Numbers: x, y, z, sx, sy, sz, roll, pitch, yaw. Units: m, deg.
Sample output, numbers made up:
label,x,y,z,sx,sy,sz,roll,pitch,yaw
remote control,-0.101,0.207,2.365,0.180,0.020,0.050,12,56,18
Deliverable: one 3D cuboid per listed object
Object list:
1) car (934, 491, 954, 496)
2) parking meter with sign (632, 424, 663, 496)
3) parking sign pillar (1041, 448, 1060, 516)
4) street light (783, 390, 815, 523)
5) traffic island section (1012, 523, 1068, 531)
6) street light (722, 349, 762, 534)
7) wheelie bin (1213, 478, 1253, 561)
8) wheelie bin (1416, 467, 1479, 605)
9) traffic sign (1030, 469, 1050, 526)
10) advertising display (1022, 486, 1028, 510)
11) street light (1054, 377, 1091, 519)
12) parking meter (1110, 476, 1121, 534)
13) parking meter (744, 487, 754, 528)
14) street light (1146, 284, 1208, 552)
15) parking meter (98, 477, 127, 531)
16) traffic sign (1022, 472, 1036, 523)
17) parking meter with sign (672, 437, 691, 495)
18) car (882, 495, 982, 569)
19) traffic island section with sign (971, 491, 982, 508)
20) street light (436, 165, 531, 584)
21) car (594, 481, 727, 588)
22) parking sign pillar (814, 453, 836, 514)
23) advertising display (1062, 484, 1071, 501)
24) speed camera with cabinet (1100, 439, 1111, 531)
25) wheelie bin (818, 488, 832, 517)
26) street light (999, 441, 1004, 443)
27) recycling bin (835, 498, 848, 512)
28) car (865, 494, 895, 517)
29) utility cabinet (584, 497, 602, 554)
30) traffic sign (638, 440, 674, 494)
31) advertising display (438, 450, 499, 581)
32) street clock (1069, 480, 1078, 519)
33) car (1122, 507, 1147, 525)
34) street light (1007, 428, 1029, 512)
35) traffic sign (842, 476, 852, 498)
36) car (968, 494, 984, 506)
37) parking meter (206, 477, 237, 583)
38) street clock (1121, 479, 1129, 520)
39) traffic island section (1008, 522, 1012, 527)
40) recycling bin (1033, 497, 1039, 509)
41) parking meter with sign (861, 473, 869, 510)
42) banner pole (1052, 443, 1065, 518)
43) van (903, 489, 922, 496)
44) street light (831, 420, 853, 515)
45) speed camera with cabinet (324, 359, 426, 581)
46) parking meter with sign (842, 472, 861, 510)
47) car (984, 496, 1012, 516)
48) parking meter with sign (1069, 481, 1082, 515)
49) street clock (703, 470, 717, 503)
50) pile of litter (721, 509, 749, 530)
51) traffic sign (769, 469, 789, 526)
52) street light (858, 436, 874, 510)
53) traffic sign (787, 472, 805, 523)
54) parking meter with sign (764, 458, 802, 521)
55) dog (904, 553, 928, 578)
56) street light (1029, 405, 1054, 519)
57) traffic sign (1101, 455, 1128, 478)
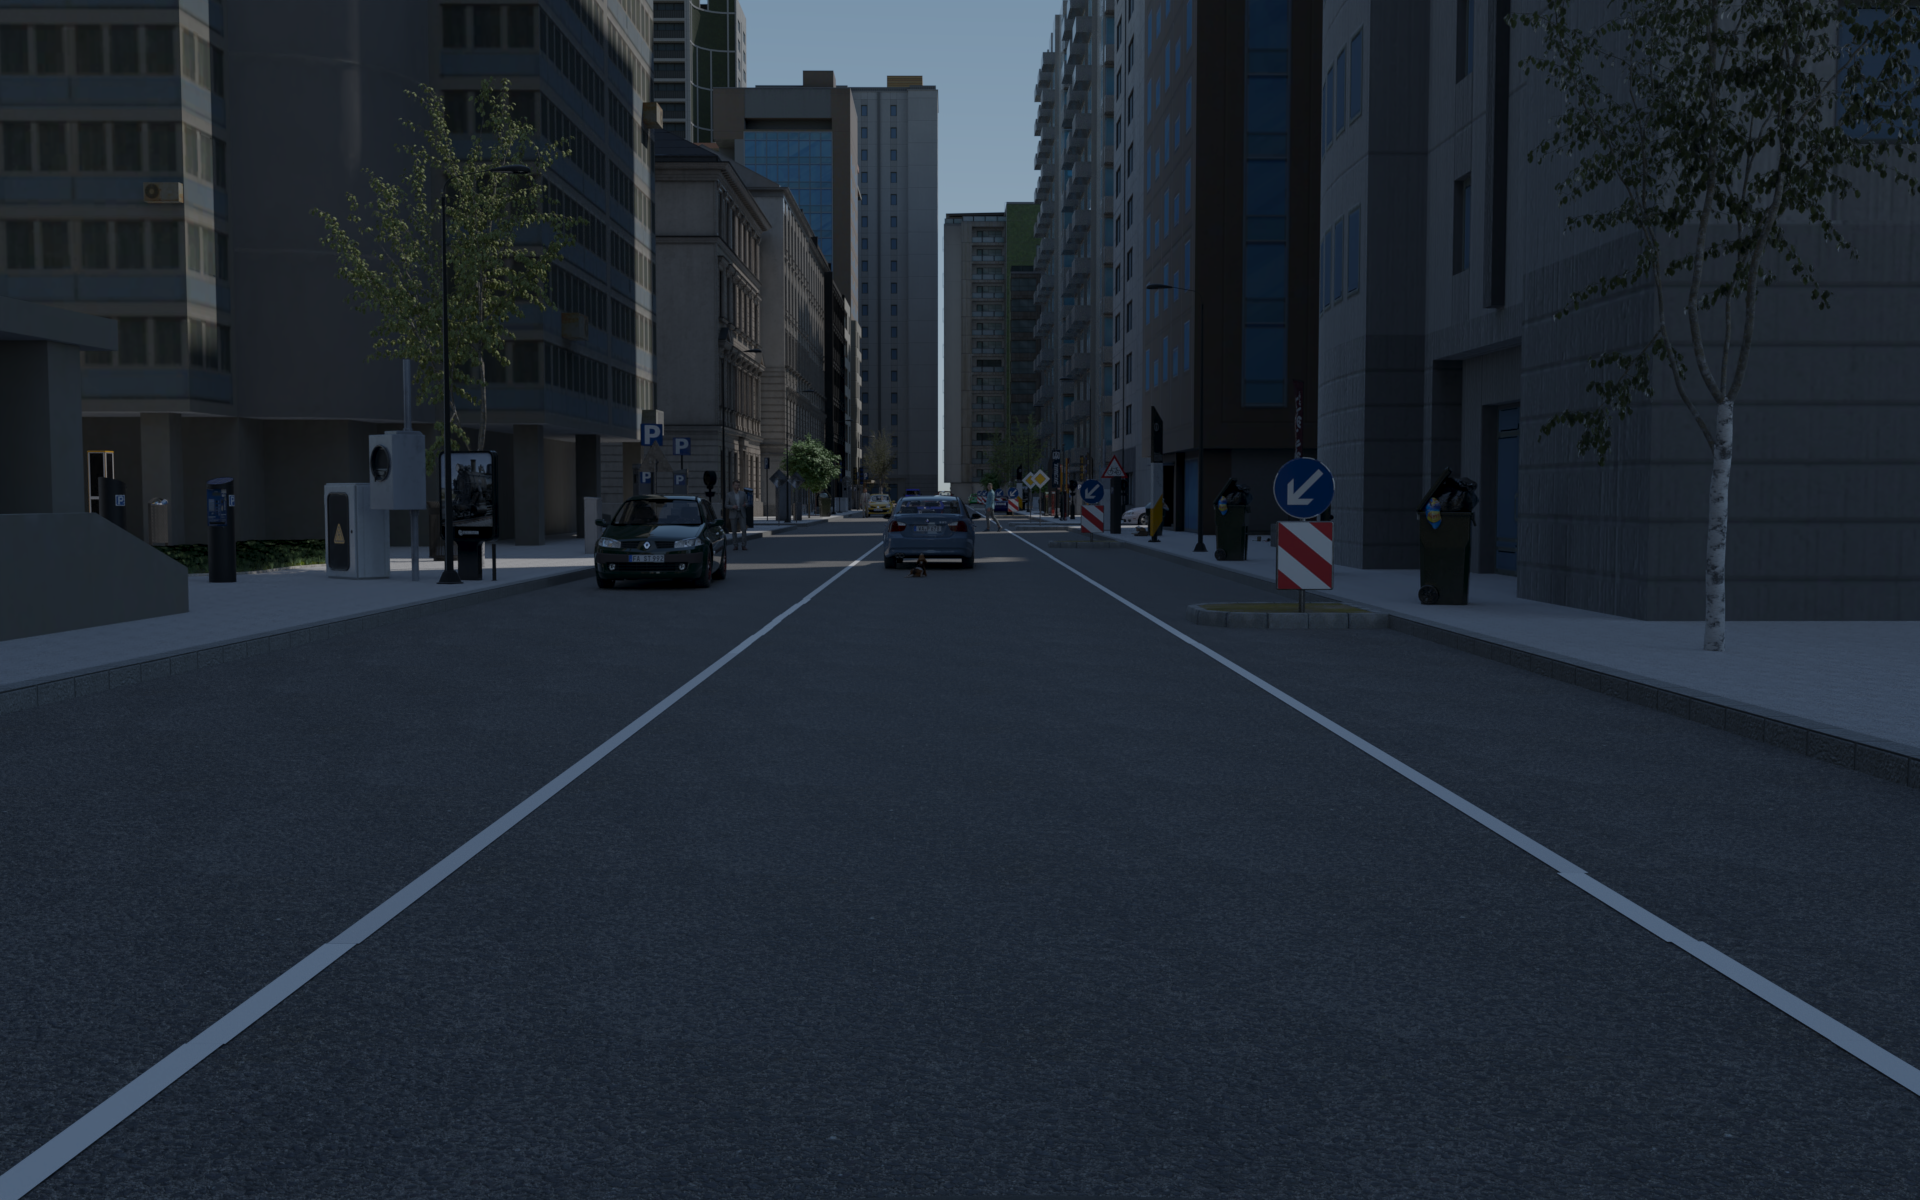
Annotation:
label,x,y,z,sx,sy,sz,roll,pitch,yaw
car,-1.804,-11.635,198.912,2.281,1.827,5.304,0,4,-2
parking meter with sign,-7.962,-2.902,43.712,0.543,3.016,1.738,-1,4,-23
parking sign pillar,5.537,-6.966,102.373,1.447,3.967,1.447,-1,4,-11
street light,-7.170,-6.406,77.275,1.470,5.913,1.316,0,4,0
traffic island section,3.228,-2.880,69.363,2.009,0.180,2.903,0,4,0
street light,-7.051,-5.079,55.582,1.470,5.913,1.316,0,4,0
wheelie bin,5.281,-1.563,33.463,0.693,1.594,0.980,1,4,19
wheelie bin,5.695,-0.755,20.245,0.693,1.594,0.980,1,4,18
traffic sign,3.205,-4.015,69.286,0.795,2.450,0.064,0,4,0
advertising display,4.932,-7.951,135.205,0.974,1.923,0.123,-3,5,-43
street light,4.649,-5.904,69.075,1.470,5.913,1.316,0,4,0
parking meter,5.020,-3.066,55.845,0.255,1.863,0.399,-1,4,-17
parking meter,-7.975,-3.483,65.355,0.372,1.533,0.369,0,3,0
street light,4.811,-4.027,38.388,1.470,5.913,1.316,0,4,0
parking meter,-12.650,-1.069,25.884,0.372,1.533,0.369,0,3,0
traffic sign,3.147,-4.503,77.270,0.795,2.450,0.064,0,4,0
parking meter with sign,-8.501,-3.443,52.560,0.543,3.016,1.738,0,4,-4
car,-0.579,-1.381,34.579,2.014,1.417,4.499,0,4,1
traffic island section with sign,2.446,-10.456,179.581,1.989,1.847,2.006,0,4,0
street light,-6.750,-3.183,24.580,1.470,5.913,1.316,0,4,0
car,-4.725,-1.093,27.653,2.009,1.686,4.222,0,4,-2
parking sign pillar,-8.724,-7.546,111.852,1.447,3.967,1.447,2,4,33
advertising display,6.872,-6.451,110.684,0.123,1.923,0.974,-3,4,-37
speed camera with cabinet,5.275,-4.099,61.356,0.660,3.252,2.038,0,4,6
wheelie bin,-7.616,-5.479,97.496,0.693,1.594,0.980,-1,4,-17
street light,4.137,-10.992,152.261,1.470,5.913,1.316,0,4,0
recycling bin,-8.339,-6.736,122.681,0.722,1.027,0.722,0,4,7
car,-5.094,-6.064,109.377,2.015,1.641,3.980,0,4,0
utility cabinet,-7.944,-1.615,37.572,0.306,1.237,1.020,0,4,-6
traffic sign,-7.352,-2.559,41.836,0.884,2.594,0.081,0,4,5
advertising display,-7.289,-1.254,25.715,0.974,1.923,0.123,1,4,20
street clock,5.698,-5.080,87.634,0.471,2.002,0.358,3,4,38
car,9.394,-3.805,74.575,4.827,1.381,2.083,0,4,0
street light,4.263,-9.115,121.574,1.470,5.913,1.316,0,4,0
traffic sign,-8.070,-7.550,123.554,0.768,2.556,0.104,0,4,4
car,1.972,-12.660,215.787,1.959,1.807,4.718,0,4,-2
parking meter,-10.729,-1.024,25.159,0.372,1.533,0.369,0,3,0
street clock,8.016,-4.916,84.941,0.471,2.002,0.358,1,4,19
traffic island section,3.171,-3.368,77.348,2.009,0.180,2.903,0,4,0
recycling bin,6.857,-8.494,151.428,0.722,1.027,0.722,-2,4,-34
parking meter with sign,-8.319,-8.863,141.163,1.738,3.016,0.543,-3,4,-38
banner pole,4.898,-5.849,85.650,0.863,3.779,0.401,2,4,29
van,-5.732,-12.627,210.841,2.240,2.365,5.245,0,4,-1
street light,-7.344,-8.283,107.961,1.470,5.913,1.316,0,4,0
speed camera with cabinet,-8.765,-1.929,25.875,2.038,3.252,0.660,3,5,43
parking meter with sign,-8.852,-8.526,135.660,1.738,3.016,0.543,0,4,7
car,2.621,-6.394,117.126,1.945,1.354,3.894,0,4,-2
parking meter with sign,7.012,-6.605,104.248,0.543,3.016,1.738,-2,4,-32
street clock,-7.680,-2.977,53.246,0.358,2.002,0.471,-3,4,-37
pile of litter,-8.191,-2.973,62.571,1.176,0.858,1.719,1,4,8
traffic sign,-7.239,-4.012,69.231,0.795,2.450,0.064,0,4,0
street light,-7.538,-10.159,138.648,1.470,5.913,1.316,0,4,0
traffic sign,-7.297,-4.500,77.216,0.795,2.450,0.064,0,4,0
parking meter with sign,-8.467,-5.313,83.129,1.738,3.016,0.543,-2,4,-25
dog,-0.788,-0.602,30.043,0.748,0.427,0.550,-2,4,-34
street light,4.506,-7.207,90.375,1.470,5.913,1.316,0,4,0
traffic sign,5.116,-3.515,57.478,0.884,2.594,0.081,0,4,0
